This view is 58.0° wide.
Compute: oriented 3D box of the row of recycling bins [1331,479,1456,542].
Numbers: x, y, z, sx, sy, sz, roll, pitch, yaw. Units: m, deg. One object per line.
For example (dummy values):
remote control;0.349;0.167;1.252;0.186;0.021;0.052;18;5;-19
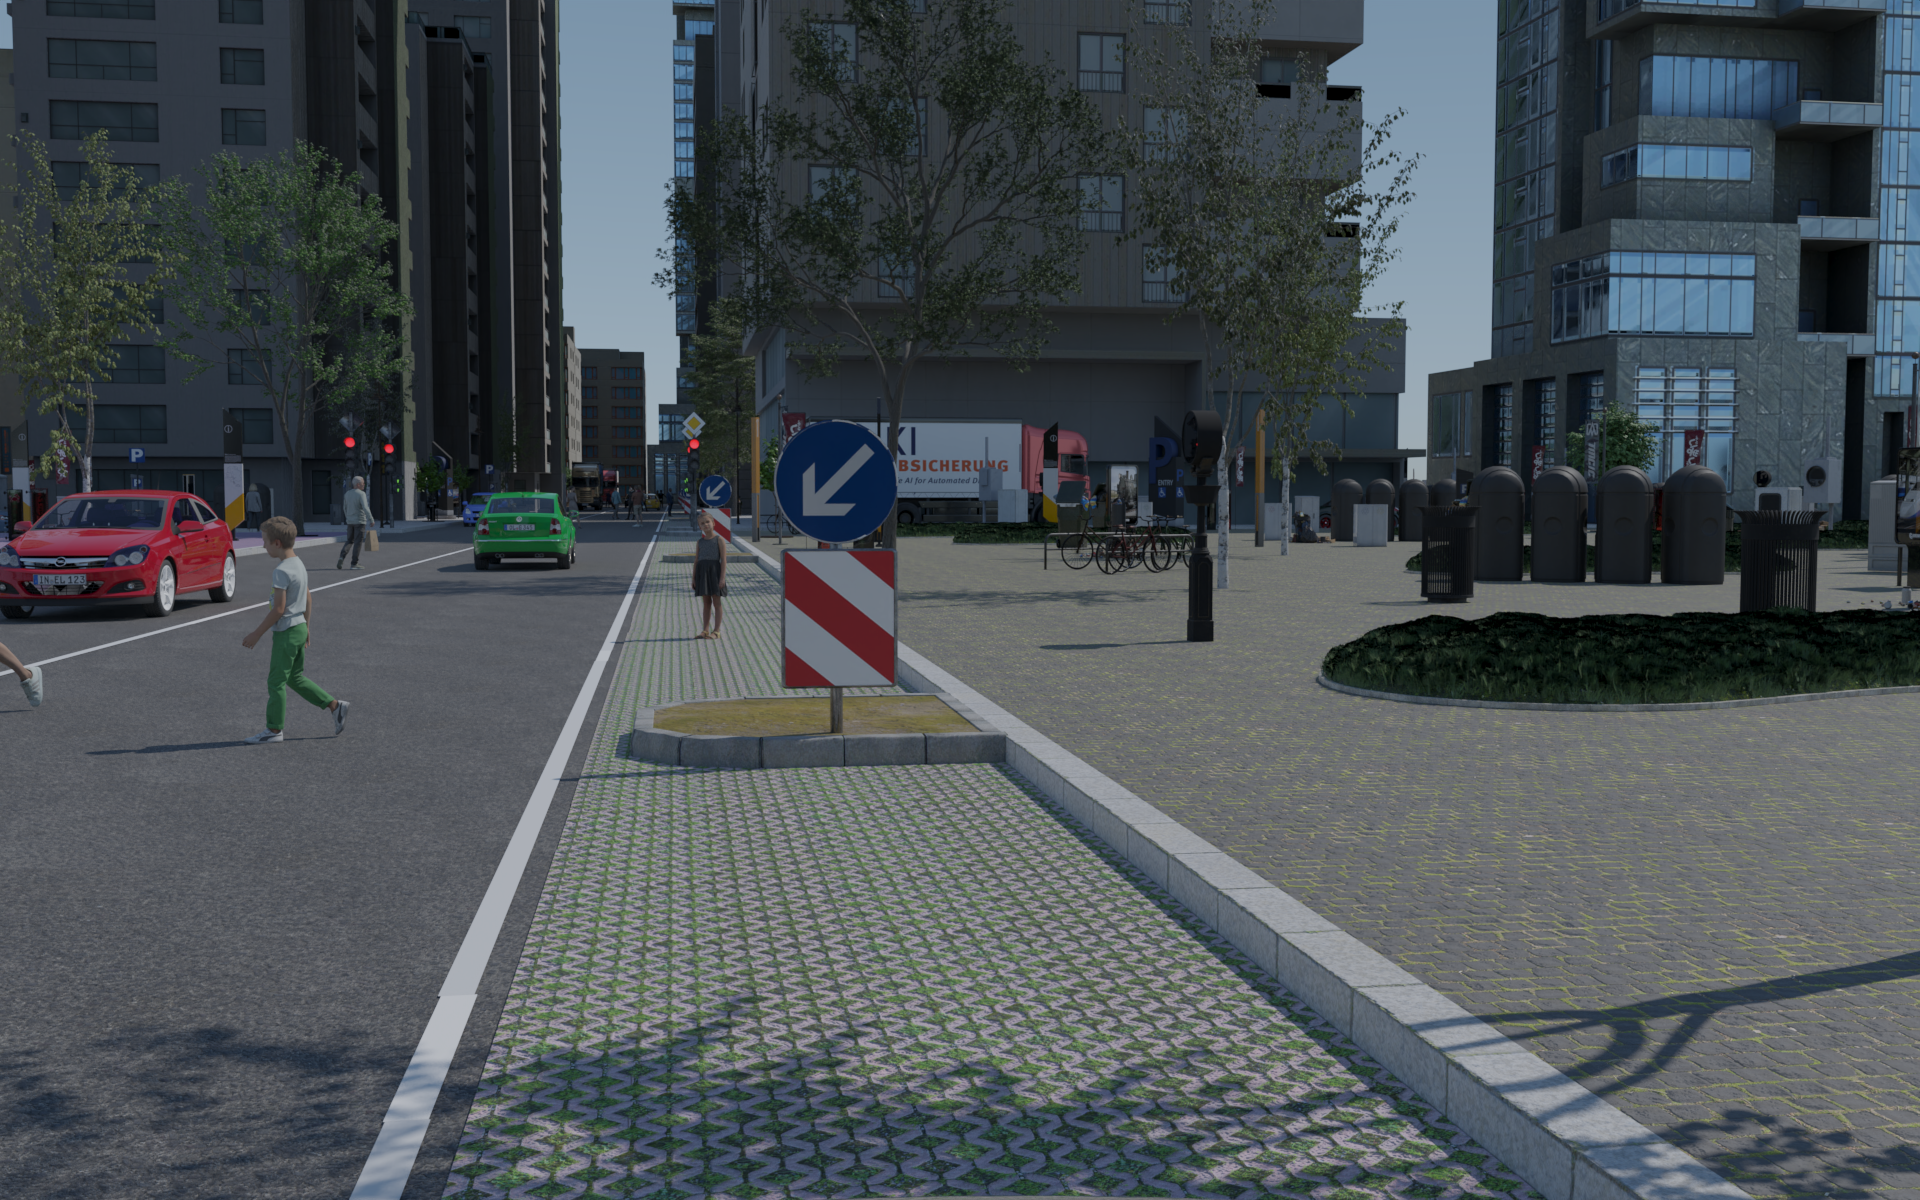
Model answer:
row of recycling bins;11.922;-2.451;47.192;3.534;1.692;1.069;0;4;3

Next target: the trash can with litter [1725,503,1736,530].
trash can with litter;21.328;-2.223;47.738;1.055;1.170;0.624;2;4;31

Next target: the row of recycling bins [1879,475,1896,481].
row of recycling bins;21.253;-1.801;36.562;3.534;1.692;1.069;2;4;24

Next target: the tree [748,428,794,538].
tree;-5.499;-3.450;51.013;1.663;3.219;1.824;0;3;0

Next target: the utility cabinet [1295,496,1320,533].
utility cabinet;11.590;-2.853;57.809;1.020;1.237;0.306;-3;5;-43

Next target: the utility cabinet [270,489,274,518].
utility cabinet;-28.075;-3.704;69.236;0.318;1.500;1.173;3;5;42

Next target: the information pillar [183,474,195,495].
information pillar;-28.872;-3.694;64.882;0.304;2.012;0.304;3;4;38

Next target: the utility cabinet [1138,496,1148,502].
utility cabinet;6.754;-3.094;61.756;1.020;1.237;0.306;2;4;32

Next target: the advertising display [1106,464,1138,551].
advertising display;3.545;-1.997;37.871;0.123;1.923;0.974;3;5;44

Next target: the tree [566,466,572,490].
tree;-42.343;-12.242;183.869;4.285;4.588;4.351;0;3;0

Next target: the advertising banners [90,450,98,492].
advertising banners;-33.578;-4.350;67.304;0.090;3.025;2.074;-3;5;-39

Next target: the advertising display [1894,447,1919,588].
advertising display;13.105;-1.126;23.617;0.123;1.923;0.974;0;4;-5

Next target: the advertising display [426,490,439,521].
advertising display;-25.013;-4.702;82.095;0.974;1.923;0.123;3;5;45

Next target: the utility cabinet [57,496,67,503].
utility cabinet;-26.090;-2.441;51.077;1.020;1.237;0.306;1;4;15

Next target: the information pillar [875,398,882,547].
information pillar;-1.960;-3.093;41.931;0.183;3.616;0.504;0;4;-3

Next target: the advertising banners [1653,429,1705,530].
advertising banners;19.103;-3.114;47.105;2.074;3.025;0.090;1;4;20

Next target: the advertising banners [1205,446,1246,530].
advertising banners;9.545;-4.036;62.184;2.074;3.025;0.090;-3;4;-37

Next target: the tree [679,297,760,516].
tree;-12.642;-11.100;99.608;7.486;12.596;7.792;0;3;0

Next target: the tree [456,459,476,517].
tree;-28.023;-6.231;96.479;1.663;3.219;1.824;0;3;0

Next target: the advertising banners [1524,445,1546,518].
advertising banners;19.977;-4.028;62.041;2.074;3.025;0.090;0;4;-7

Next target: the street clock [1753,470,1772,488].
street clock;24.574;-2.967;53.086;0.358;2.002;0.471;-3;5;-42

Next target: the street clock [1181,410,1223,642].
street clock;2.098;-0.642;15.064;0.358;2.002;0.471;-1;4;-10

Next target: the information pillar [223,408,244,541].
information pillar;-19.881;-3.426;47.373;0.504;3.616;0.183;0;4;-8

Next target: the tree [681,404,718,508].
tree;-19.768;-11.387;136.538;4.737;8.622;4.395;0;3;0

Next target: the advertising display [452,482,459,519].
advertising display;-26.723;-5.227;90.682;0.974;1.923;0.123;-1;4;-14

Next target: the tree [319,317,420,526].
tree;-23.611;-7.250;68.907;4.360;8.622;3.978;0;3;0

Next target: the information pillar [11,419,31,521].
information pillar;-29.471;-3.855;54.392;0.504;3.616;0.183;0;4;-4

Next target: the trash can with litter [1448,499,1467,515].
trash can with litter;11.211;-1.630;38.043;1.055;1.170;0.624;-2;4;-30

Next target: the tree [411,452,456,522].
tree;-24.541;-5.230;80.104;1.663;3.219;1.824;0;3;0

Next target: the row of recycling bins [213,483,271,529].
row of recycling bins;-27.059;-3.553;65.203;3.534;1.692;1.069;3;5;43

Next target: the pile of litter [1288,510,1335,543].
pile of litter;9.228;-1.945;45.761;1.176;0.858;1.719;-1;4;-9

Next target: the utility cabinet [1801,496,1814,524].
utility cabinet;25.995;-2.610;53.838;0.306;1.237;1.020;-2;4;-31

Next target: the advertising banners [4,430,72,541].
advertising banners;-25.120;-3.121;47.223;2.074;3.025;0.090;1;4;9

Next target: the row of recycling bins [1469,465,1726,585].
row of recycling bins;9.243;-1.110;25.261;3.534;1.692;1.069;1;4;22

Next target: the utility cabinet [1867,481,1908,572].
utility cabinet;15.424;-1.189;28.124;0.318;1.500;1.173;-3;4;-38

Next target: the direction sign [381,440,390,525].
direction sign;-23.940;-4.908;72.245;0.379;3.537;0.876;1;4;11

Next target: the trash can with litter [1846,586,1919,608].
trash can with litter;10.786;-0.501;19.245;1.678;1.210;2.233;2;4;28

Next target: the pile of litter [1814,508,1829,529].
pile of litter;31.045;-2.972;62.563;1.719;0.858;1.176;-2;4;-31

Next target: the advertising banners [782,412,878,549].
advertising banners;-2.786;-2.503;37.107;2.074;3.025;0.090;0;4;5

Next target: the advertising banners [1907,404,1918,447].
advertising banners;18.779;-2.359;34.755;0.090;3.025;2.074;1;4;9

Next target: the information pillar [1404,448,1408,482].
information pillar;22.484;-5.905;87.900;0.504;3.616;0.183;3;4;37

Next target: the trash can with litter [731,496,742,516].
trash can with litter;-13.388;-5.556;102.224;1.055;1.170;0.624;1;4;13

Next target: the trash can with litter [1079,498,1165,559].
trash can with litter;3.177;-1.481;35.277;1.678;1.210;2.233;-1;4;-18

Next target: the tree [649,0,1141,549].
tree;-1.277;-5.789;29.067;8.767;10.594;7.601;0;4;4

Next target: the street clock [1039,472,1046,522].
street clock;2.778;-3.246;57.639;0.358;2.002;0.471;1;4;12
